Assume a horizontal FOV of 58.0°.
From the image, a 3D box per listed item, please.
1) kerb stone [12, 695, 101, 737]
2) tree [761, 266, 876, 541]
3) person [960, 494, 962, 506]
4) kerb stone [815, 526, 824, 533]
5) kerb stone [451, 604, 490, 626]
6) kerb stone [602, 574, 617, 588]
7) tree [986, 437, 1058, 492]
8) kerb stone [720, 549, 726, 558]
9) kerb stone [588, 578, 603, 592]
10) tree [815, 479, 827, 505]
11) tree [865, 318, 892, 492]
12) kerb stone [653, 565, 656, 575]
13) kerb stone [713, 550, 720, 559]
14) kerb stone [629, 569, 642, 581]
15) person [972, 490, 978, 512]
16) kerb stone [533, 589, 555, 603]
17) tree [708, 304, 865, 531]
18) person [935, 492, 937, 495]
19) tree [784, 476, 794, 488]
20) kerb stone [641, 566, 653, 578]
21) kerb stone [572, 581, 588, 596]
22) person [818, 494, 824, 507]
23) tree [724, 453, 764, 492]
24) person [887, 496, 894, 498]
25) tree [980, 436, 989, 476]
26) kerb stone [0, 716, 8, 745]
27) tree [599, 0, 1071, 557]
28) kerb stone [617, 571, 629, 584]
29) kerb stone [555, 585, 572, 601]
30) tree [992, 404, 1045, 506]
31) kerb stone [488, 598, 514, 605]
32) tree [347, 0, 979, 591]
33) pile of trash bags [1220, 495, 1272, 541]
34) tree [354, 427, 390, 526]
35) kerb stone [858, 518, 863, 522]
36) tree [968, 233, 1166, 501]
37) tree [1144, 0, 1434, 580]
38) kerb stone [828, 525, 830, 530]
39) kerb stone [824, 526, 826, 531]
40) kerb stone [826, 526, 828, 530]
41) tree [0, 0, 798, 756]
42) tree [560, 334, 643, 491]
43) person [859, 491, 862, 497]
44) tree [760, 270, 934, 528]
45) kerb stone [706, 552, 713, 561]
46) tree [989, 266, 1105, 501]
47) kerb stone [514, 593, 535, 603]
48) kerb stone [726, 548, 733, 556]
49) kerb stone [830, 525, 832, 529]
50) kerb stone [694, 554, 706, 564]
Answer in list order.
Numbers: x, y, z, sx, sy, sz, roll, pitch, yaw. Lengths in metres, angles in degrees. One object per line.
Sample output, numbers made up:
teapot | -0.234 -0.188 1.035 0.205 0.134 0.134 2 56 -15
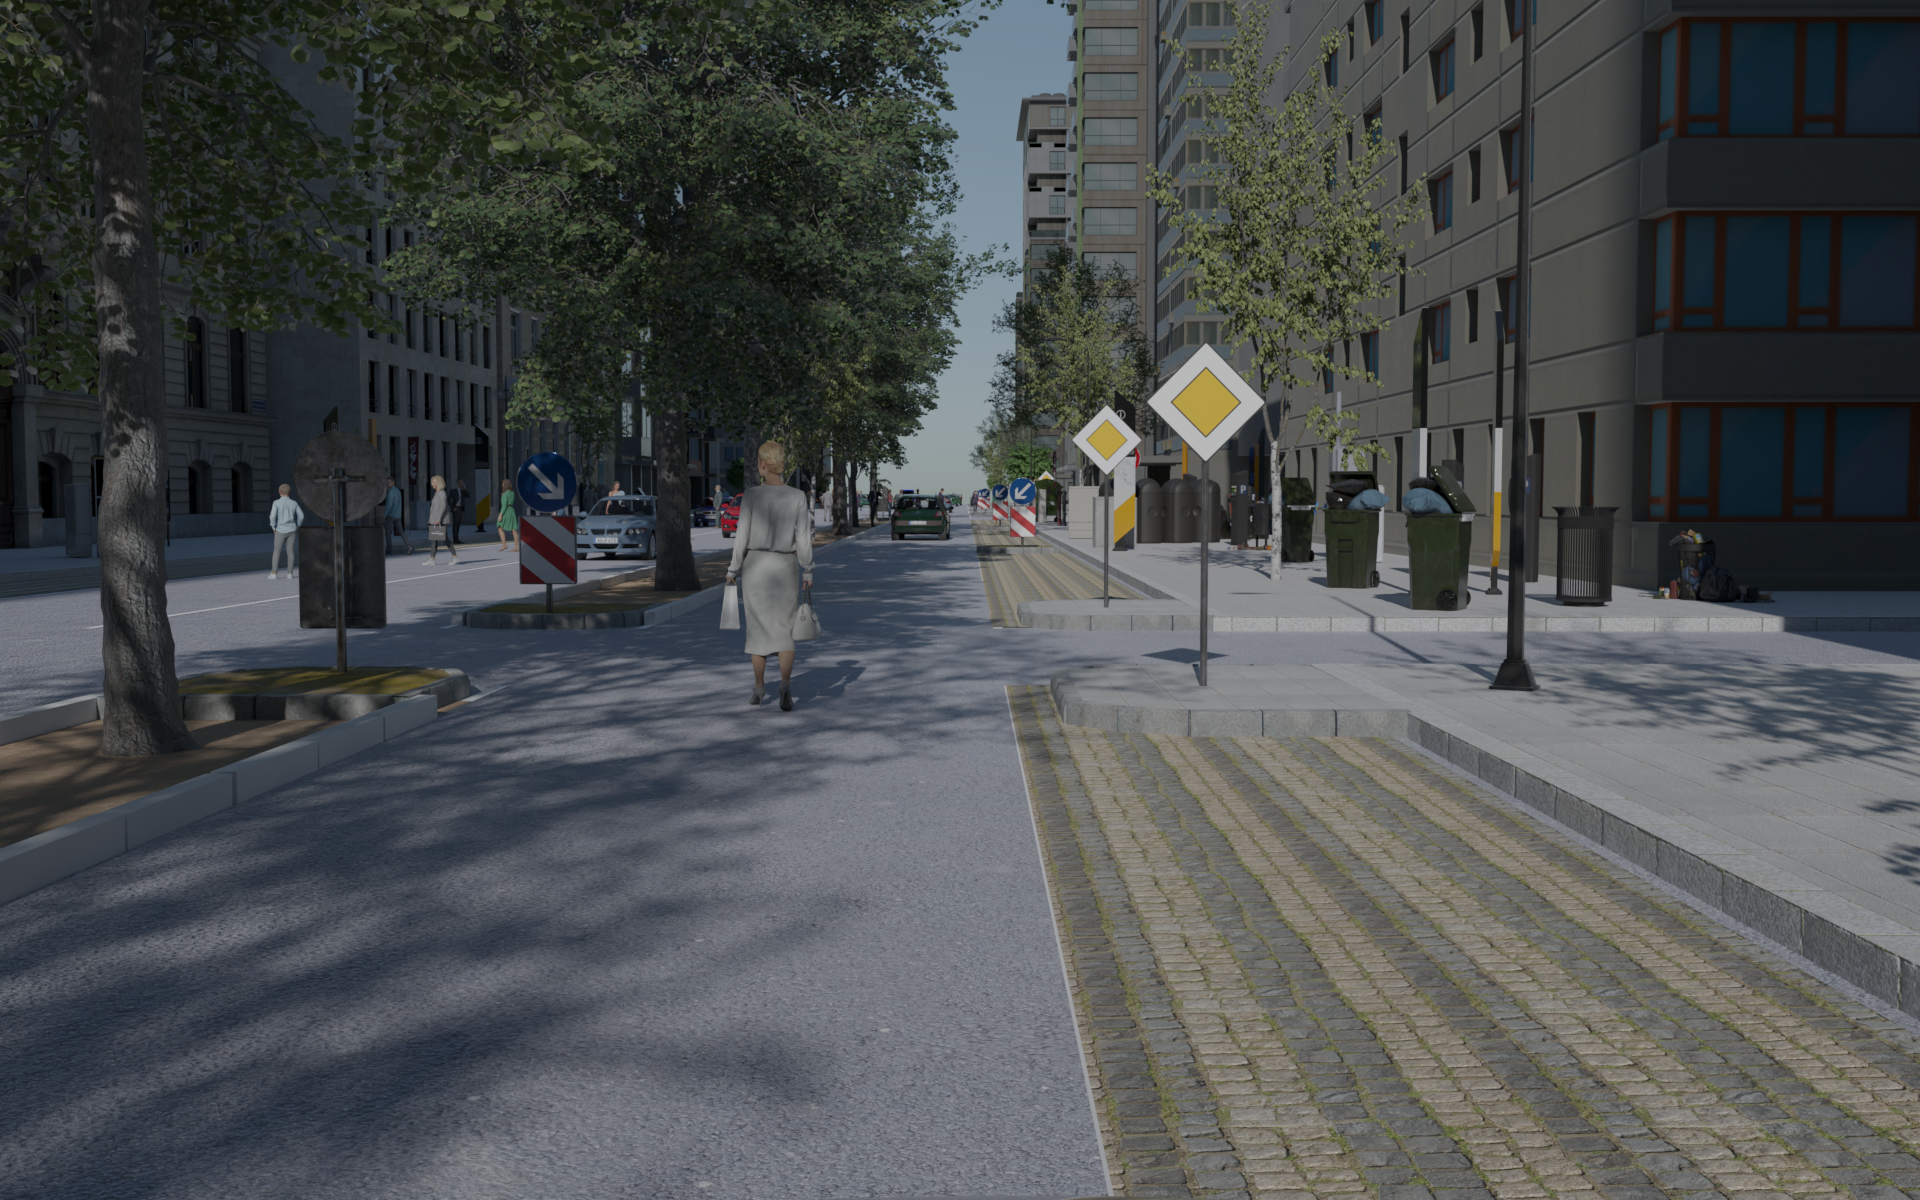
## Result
kerb stone | -5.505 0.711 10.581 0.120 0.150 1.000 0 4 0
tree | -4.470 -6.068 52.032 4.737 8.622 4.395 0 3 0
person | 0.145 -12.443 215.195 0.557 1.426 1.065 0 4 3
kerb stone | -5.347 -2.647 65.467 0.120 0.150 1.000 0 4 0
kerb stone | -5.473 0.174 19.345 0.120 0.150 1.000 0 4 0
kerb stone | -5.449 -0.263 26.524 0.120 0.150 1.000 0 4 0
tree | 3.974 -7.007 98.284 4.285 4.588 4.351 0 3 0
kerb stone | -5.425 -1.004 38.824 0.120 0.150 1.000 0 4 0
kerb stone | -5.461 -0.202 25.502 0.120 0.150 1.000 0 4 0
tree | -16.211 -12.873 205.080 1.663 3.219 1.824 0 3 0
tree | -4.226 -6.960 66.610 4.360 8.622 3.978 0 3 0
kerb stone | -5.441 -0.516 30.632 0.120 0.150 1.000 0 4 0
kerb stone | -5.425 -0.954 37.801 0.120 0.150 1.000 0 4 0
kerb stone | -5.446 -0.389 28.583 0.120 0.150 1.000 0 4 0
person | 1.137 -7.312 128.970 0.541 1.710 0.530 -1 4 -21
kerb stone | -5.463 -0.013 22.430 0.120 0.150 1.000 0 4 0
tree | -4.757 -5.727 46.458 4.360 8.622 3.978 0 3 0
person | -3.471 -14.888 252.652 0.721 1.736 1.217 0 4 4
tree | -16.228 -10.030 158.593 1.663 3.219 1.824 0 3 0
kerb stone | -5.446 -0.452 29.610 0.120 0.150 1.000 0 4 0
kerb stone | -5.466 -0.136 24.480 0.120 0.150 1.000 0 4 0
person | -12.259 -8.771 155.168 1.065 1.426 0.557 -1 4 -23
tree | -16.766 -9.260 135.118 4.285 4.588 4.351 0 3 0
person | -9.120 -13.039 221.326 1.348 1.869 0.705 -1 4 -12
tree | 4.210 -13.059 163.871 4.737 8.622 4.395 0 3 0
kerb stone | -5.493 0.776 9.559 0.120 0.150 1.000 0 4 0
tree | -3.445 -10.959 37.533 12.611 20.169 13.585 0 3 0
kerb stone | -5.461 -0.328 27.555 0.120 0.150 1.000 0 4 0
kerb stone | -5.463 -0.073 23.458 0.120 0.150 1.000 0 4 0
tree | 4.288 -11.087 131.632 4.360 8.622 3.978 0 3 0
kerb stone | -5.468 0.111 20.376 0.120 0.150 1.000 0 4 0
tree | -4.189 -7.098 25.161 9.857 13.997 8.962 0 3 0
pile of trash bags | 7.885 -2.418 49.287 1.912 1.369 3.447 0 4 5
tree | -17.363 -3.400 50.188 1.663 3.219 1.824 0 3 0
kerb stone | -5.273 -4.338 93.125 0.120 0.150 1.000 0 4 0
tree | 4.272 -7.829 62.420 7.601 10.594 8.767 0 4 6
tree | 4.712 -4.590 25.412 4.737 8.622 4.395 0 3 0
kerb stone | -5.342 -2.835 68.547 0.120 0.150 1.000 0 4 0
kerb stone | -5.346 -2.707 66.495 0.120 0.150 1.000 0 4 0
kerb stone | -5.340 -2.771 67.525 0.120 0.150 1.000 0 4 0
tree | -4.420 -5.396 8.803 7.486 12.596 7.792 0 3 0
tree | -16.125 -7.670 75.772 4.737 8.622 4.395 0 3 0
person | -10.947 -11.207 191.815 1.350 1.814 0.705 1 4 13
tree | -4.605 -8.901 73.749 9.928 11.665 9.643 0 3 0
kerb stone | -5.432 -0.892 36.779 0.120 0.150 1.000 0 4 0
tree | 3.893 -6.426 55.434 4.737 8.622 4.395 0 3 0
kerb stone | -5.473 0.049 21.398 0.120 0.150 1.000 0 4 0
kerb stone | -5.417 -1.079 39.845 0.120 0.150 1.000 0 4 0
kerb stone | -5.328 -2.897 69.569 0.120 0.150 1.000 0 4 0
kerb stone | -5.433 -0.829 35.755 0.120 0.150 1.000 0 4 0
